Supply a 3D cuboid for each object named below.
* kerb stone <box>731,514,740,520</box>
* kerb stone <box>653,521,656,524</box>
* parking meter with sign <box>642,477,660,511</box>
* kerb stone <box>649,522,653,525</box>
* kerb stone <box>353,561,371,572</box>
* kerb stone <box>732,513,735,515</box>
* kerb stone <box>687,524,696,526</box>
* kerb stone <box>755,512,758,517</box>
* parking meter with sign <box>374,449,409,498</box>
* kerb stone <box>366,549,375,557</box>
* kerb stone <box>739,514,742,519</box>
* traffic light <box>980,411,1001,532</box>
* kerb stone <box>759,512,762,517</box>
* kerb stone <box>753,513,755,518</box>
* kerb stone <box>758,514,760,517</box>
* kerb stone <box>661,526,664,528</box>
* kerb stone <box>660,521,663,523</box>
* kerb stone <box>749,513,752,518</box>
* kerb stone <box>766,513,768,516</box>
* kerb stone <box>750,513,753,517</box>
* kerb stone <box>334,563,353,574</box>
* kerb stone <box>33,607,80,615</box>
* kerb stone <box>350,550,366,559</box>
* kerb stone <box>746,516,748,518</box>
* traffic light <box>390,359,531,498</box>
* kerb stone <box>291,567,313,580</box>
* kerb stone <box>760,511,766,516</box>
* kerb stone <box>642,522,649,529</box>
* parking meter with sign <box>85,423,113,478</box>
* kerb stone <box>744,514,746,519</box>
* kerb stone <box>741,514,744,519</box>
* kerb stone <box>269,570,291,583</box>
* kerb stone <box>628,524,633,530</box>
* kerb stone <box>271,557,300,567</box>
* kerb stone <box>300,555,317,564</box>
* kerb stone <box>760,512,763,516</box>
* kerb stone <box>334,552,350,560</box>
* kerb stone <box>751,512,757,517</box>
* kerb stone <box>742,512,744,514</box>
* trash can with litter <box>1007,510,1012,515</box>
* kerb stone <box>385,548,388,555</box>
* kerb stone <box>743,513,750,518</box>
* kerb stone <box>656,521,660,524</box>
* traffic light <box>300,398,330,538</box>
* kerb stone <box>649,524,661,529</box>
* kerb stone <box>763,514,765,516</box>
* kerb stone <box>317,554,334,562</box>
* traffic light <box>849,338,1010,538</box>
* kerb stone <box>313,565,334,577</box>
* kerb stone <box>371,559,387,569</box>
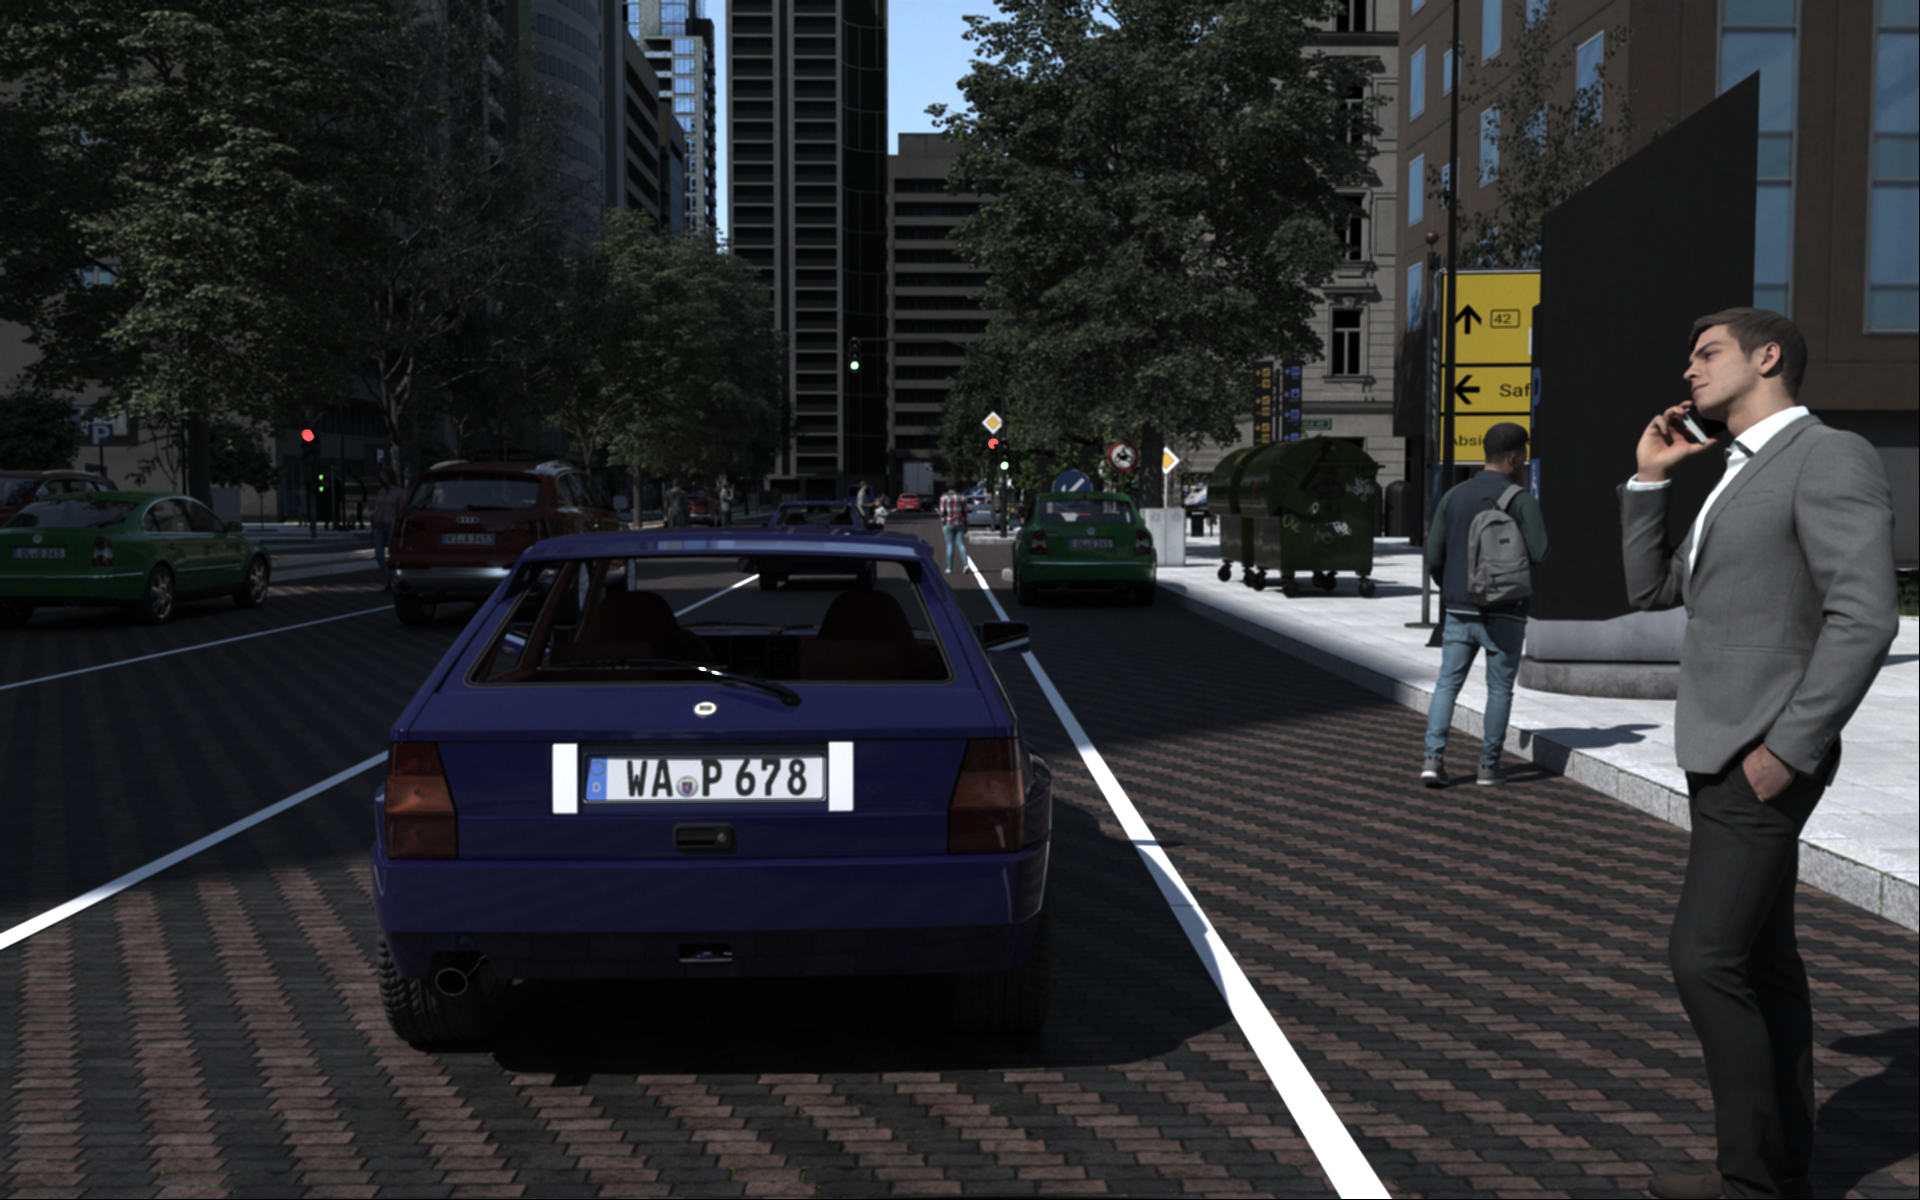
[{"bbox_3d":[-12.501,-4.547,96.537,0.120,0.150,1.000,0,4,-1],"label":"kerb stone"},{"bbox_3d":[-14.288,-3.527,80.051,0.120,0.150,1.000,0,4,-1],"label":"kerb stone"},{"bbox_3d":[-23.690,-8.282,131.670,1.738,3.016,0.543,-3,4,-39],"label":"parking meter with sign"},{"bbox_3d":[-14.275,-3.475,79.028,0.120,0.150,1.000,0,4,-1],"label":"kerb stone"},{"bbox_3d":[-11.283,-0.623,32.390,0.120,0.150,1.000,0,4,-1],"label":"kerb stone"},{"bbox_3d":[-14.919,-5.547,112.886,0.120,0.150,1.000,0,4,-1],"label":"kerb stone"},{"bbox_3d":[-12.155,-3.417,78.089,0.120,0.150,1.000,0,4,-1],"label":"kerb stone"},{"bbox_3d":[-12.702,-5.174,106.782,0.120,0.150,1.000,0,4,-1],"label":"kerb stone"},{"bbox_3d":[-21.648,-4.316,66.825,1.738,3.016,0.543,1,4,14],"label":"parking meter with sign"},{"bbox_3d":[-13.520,-1.061,39.565,0.120,0.150,1.000,0,4,-1],"label":"kerb stone"},{"bbox_3d":[-12.528,-4.607,97.559,0.120,0.150,1.000,0,4,-1],"label":"kerb stone"},{"bbox_3d":[1.105,-4.268,58.699,0.839,4.253,0.868,0,4,-1],"label":"traffic light"},{"bbox_3d":[-12.737,-5.290,108.833,0.120,0.150,1.000,0,4,-1],"label":"kerb stone"},{"bbox_3d":[-12.660,-5.041,104.738,0.120,0.150,1.000,0,4,-1],"label":"kerb stone"},{"bbox_3d":[-12.713,-5.228,107.811,0.120,0.150,1.000,0,4,-1],"label":"kerb stone"},{"bbox_3d":[-11.987,-2.854,68.852,0.120,0.150,1.000,0,4,-1],"label":"kerb stone"},{"bbox_3d":[-14.328,-3.661,82.094,0.120,0.150,1.000,0,4,-1],"label":"kerb stone"},{"bbox_3d":[-12.620,-4.918,102.692,0.120,0.150,1.000,0,4,-1],"label":"kerb stone"},{"bbox_3d":[-12.815,-5.546,112.935,0.120,0.150,1.000,0,4,-1],"label":"kerb stone"},{"bbox_3d":[-12.643,-4.986,103.713,0.120,0.150,1.000,0,4,-1],"label":"kerb stone"},{"bbox_3d":[-11.261,-0.561,31.368,0.120,0.150,1.000,0,4,-1],"label":"kerb stone"},{"bbox_3d":[-11.072,0.075,21.121,0.120,0.150,1.000,0,4,-1],"label":"kerb stone"},{"bbox_3d":[-13.502,-0.997,38.534,0.120,0.150,1.000,0,4,-1],"label":"kerb stone"},{"bbox_3d":[-12.582,-4.798,100.642,0.120,0.150,1.000,0,4,-1],"label":"kerb stone"},{"bbox_3d":[-16.863,-5.120,58.379,4.771,5.953,1.251,0,4,-1],"label":"traffic light"},{"bbox_3d":[-11.231,-0.433,29.316,0.120,0.150,1.000,0,4,-1],"label":"kerb stone"},{"bbox_3d":[-12.795,-5.487,111.912,0.120,0.150,1.000,0,4,-1],"label":"kerb stone"},{"bbox_3d":[-14.251,-3.410,78.004,0.120,0.150,1.000,0,4,-1],"label":"kerb stone"},{"bbox_3d":[-21.723,-2.897,43.626,0.543,3.016,1.738,-2,4,-33],"label":"parking meter with sign"},{"bbox_3d":[-12.561,-4.730,99.611,0.120,0.150,1.000,0,4,-1],"label":"kerb stone"},{"bbox_3d":[-12.542,-4.672,98.581,0.120,0.150,1.000,0,4,-1],"label":"kerb stone"},{"bbox_3d":[-11.215,-0.373,28.288,0.120,0.150,1.000,0,4,-1],"label":"kerb stone"},{"bbox_3d":[-14.194,-3.226,74.934,0.120,0.150,1.000,0,4,-1],"label":"kerb stone"},{"bbox_3d":[-13.421,-0.742,34.430,0.120,0.150,1.000,0,4,-1],"label":"kerb stone"},{"bbox_3d":[-13.449,-0.811,35.457,0.120,0.150,1.000,0,4,-1],"label":"kerb stone"},{"bbox_3d":[-12.756,-5.360,109.855,0.120,0.150,1.000,0,4,-1],"label":"kerb stone"},{"bbox_3d":[-13.487,-0.934,37.509,0.120,0.150,1.000,0,4,-1],"label":"kerb stone"},{"bbox_3d":[-12.676,-5.111,105.759,0.120,0.150,1.000,0,4,-1],"label":"kerb stone"},{"bbox_3d":[-15.017,-5.857,118.002,0.120,0.150,1.000,0,4,-1],"label":"kerb stone"},{"bbox_3d":[2.781,-5.901,107.865,1.055,1.170,0.624,1,4,15],"label":"trash can with litter"},{"bbox_3d":[-13.537,-1.125,40.590,0.120,0.150,1.000,0,4,-1],"label":"kerb stone"},{"bbox_3d":[-12.600,-4.861,101.667,0.120,0.150,1.000,0,4,-1],"label":"kerb stone"},{"bbox_3d":[-14.310,-3.601,81.072,0.120,0.150,1.000,0,4,-1],"label":"kerb stone"},{"bbox_3d":[-18.801,-3.755,50.320,0.839,4.253,0.868,0,4,-1],"label":"traffic light"},{"bbox_3d":[-11.956,-2.791,67.823,0.120,0.150,1.000,0,4,-1],"label":"kerb stone"},{"bbox_3d":[-12.774,-5.423,110.886,0.120,0.150,1.000,0,4,-1],"label":"kerb stone"},{"bbox_3d":[-13.471,-0.872,36.485,0.120,0.150,1.000,0,4,-1],"label":"kerb stone"},{"bbox_3d":[-0.834,-4.640,50.534,4.771,5.953,1.251,0,4,-1],"label":"traffic light"},{"bbox_3d":[-11.254,-0.499,30.346,0.120,0.150,1.000,0,4,-1],"label":"kerb stone"},{"bbox_3d":[-11.306,-0.679,33.412,0.120,0.150,1.000,0,4,-1],"label":"kerb stone"}]
